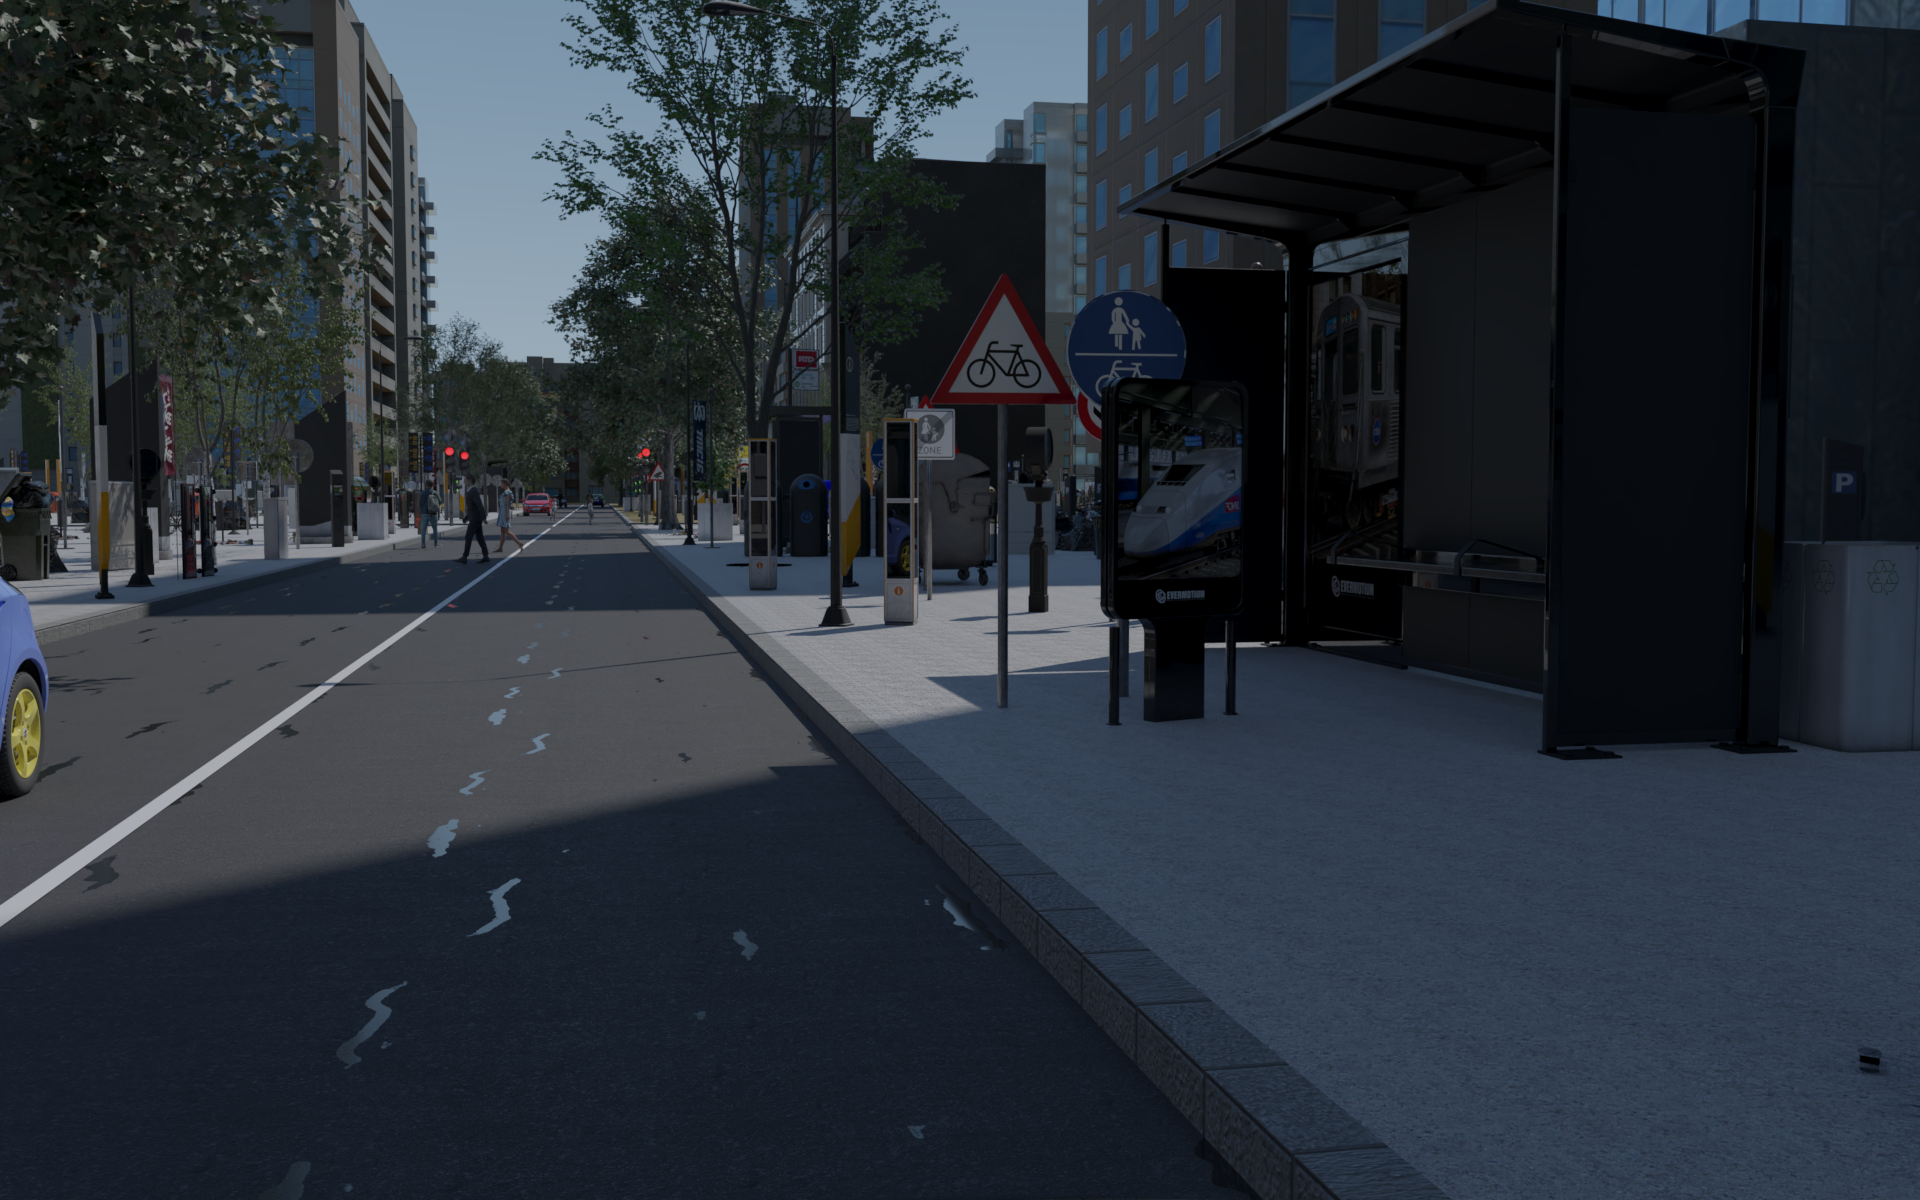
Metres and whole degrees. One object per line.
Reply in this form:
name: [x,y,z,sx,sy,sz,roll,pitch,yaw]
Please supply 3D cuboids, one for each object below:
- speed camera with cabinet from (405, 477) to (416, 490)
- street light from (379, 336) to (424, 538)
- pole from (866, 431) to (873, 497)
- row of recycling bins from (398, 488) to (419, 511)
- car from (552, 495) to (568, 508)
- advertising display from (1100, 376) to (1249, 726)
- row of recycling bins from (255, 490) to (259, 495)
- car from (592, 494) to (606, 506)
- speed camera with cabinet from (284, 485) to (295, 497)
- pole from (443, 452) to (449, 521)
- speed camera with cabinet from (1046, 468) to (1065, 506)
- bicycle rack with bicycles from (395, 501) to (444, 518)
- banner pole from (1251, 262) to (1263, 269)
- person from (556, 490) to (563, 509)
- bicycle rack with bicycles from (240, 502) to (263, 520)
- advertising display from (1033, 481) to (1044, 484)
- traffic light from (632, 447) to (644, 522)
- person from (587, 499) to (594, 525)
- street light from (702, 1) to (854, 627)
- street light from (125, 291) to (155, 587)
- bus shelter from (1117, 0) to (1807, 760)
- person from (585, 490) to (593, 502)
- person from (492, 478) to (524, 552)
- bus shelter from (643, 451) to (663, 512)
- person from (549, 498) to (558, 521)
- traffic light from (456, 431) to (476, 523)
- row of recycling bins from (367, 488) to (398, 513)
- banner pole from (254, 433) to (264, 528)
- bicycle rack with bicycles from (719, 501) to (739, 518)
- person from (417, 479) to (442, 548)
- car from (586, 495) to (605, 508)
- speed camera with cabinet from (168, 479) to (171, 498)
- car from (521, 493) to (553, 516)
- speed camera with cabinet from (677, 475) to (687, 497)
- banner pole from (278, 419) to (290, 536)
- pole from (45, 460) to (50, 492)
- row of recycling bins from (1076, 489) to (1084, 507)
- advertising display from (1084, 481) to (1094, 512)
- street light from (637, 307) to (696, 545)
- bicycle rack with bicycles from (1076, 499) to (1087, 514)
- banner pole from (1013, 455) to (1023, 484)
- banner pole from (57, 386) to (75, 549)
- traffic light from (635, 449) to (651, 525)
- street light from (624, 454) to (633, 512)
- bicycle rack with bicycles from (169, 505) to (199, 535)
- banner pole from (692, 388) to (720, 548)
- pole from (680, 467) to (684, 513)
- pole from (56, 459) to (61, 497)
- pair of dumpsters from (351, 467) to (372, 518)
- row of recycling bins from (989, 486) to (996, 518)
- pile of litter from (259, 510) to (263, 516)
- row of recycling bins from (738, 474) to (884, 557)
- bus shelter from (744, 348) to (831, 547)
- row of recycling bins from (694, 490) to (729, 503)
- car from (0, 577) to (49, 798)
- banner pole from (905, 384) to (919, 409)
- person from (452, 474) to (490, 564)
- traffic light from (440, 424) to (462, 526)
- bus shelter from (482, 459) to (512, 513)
speed camera with cabinet: [-39.934,-8.177,128.022,2.038,3.252,0.660,-2,4,-32]
street light: [-16.448,-4.796,50.961,1.470,5.913,1.316,-1,4,-12]
pole: [-2.958,-3.833,56.515,0.158,3.312,0.155,0,3,0]
row of recycling bins: [-38.850,-6.934,120.481,3.534,1.692,1.069,1,4,14]
car: [-42.038,-10.328,181.438,1.945,1.354,3.894,-1,4,-12]
advertising display: [1.218,-0.281,9.802,0.974,1.923,0.123,-2,4,-32]
row of recycling bins: [-54.312,-7.938,136.894,3.534,1.692,1.069,-3,4,-36]
car: [-44.418,-12.251,212.095,2.131,1.459,4.920,-1,4,-12]
speed camera with cabinet: [-24.904,-4.413,66.493,2.038,3.252,0.660,-2,4,-33]
pole: [-24.766,-5.479,83.424,0.158,3.312,0.155,0,3,0]
speed camera with cabinet: [6.251,-7.264,113.108,2.038,3.252,0.660,-1,4,-18]
bicycle rack with bicycles: [-29.777,-4.984,94.875,2.925,0.926,2.852,3,5,42]
banner pole: [2.985,-1.758,18.768,0.863,3.779,0.401,-1,4,-14]
person: [-38.110,-9.593,164.980,0.705,1.869,1.348,-3,5,-43]
bicycle rack with bicycles: [-34.951,-4.314,83.909,2.852,0.926,2.925,-3,5,-45]
advertising display: [2.582,-3.374,60.380,0.123,1.923,0.974,-2,4,-34]
traffic light: [-14.479,-5.486,78.620,0.839,4.253,0.868,-1,4,-12]
person: [-17.240,-4.100,80.547,0.382,1.210,0.505,-2,4,-35]
street light: [-1.736,-2.694,16.596,1.470,5.913,1.316,-1,4,-12]
street light: [-10.825,-3.142,23.906,1.470,5.913,1.316,-1,4,-12]
bus shelter: [2.751,-1.232,11.434,1.731,3.624,6.357,-1,4,-12]
person: [-37.233,-10.113,173.947,0.705,1.812,1.348,1,4,22]
person: [-11.080,-2.070,42.437,0.778,1.811,0.616,0,4,-2]
bus shelter: [-21.199,-8.760,120.853,2.179,5.291,8.768,-1,4,-12]
person: [-21.808,-4.860,92.975,0.382,1.210,0.505,1,4,17]
traffic light: [-21.976,-5.390,77.046,0.839,4.253,0.868,-1,4,-12]
row of recycling bins: [-37.783,-6.293,109.996,3.534,1.692,1.069,0,4,3]
banner pole: [-26.090,-4.554,64.467,0.863,3.779,0.401,3,5,42]
bicycle rack with bicycles: [-12.313,-4.936,94.090,2.925,0.926,2.852,-2,4,-34]
person: [-14.006,-2.269,45.577,0.794,1.824,0.713,1,4,12]
car: [-38.397,-10.388,182.424,1.945,1.354,3.894,-1,4,-11]
speed camera with cabinet: [-48.909,-6.773,105.079,2.038,3.252,0.660,1,4,19]
car: [-27.626,-6.383,113.408,2.155,1.783,4.494,-1,4,-10]
speed camera with cabinet: [-19.155,-7.912,123.691,2.038,3.252,0.660,-2,4,-33]
banner pole: [-20.650,-3.824,52.534,0.401,3.779,0.863,-3,5,-39]
pole: [-54.141,-6.665,102.819,0.158,3.312,0.155,0,3,0]
row of recycling bins: [9.854,-8.221,141.520,1.069,1.692,3.534,3,4,37]
advertising display: [6.388,-4.834,84.241,0.123,1.923,0.974,-2,4,-34]
street light: [-7.345,-4.330,43.345,1.470,5.913,1.316,-1,4,-12]
bicycle rack with bicycles: [9.407,-6.675,122.524,2.925,0.926,2.852,2,4,33]
banner pole: [3.786,-7.418,111.298,0.863,3.779,0.401,1,4,11]
banner pole: [-20.942,-3.081,40.392,0.401,3.779,0.863,-2,4,-32]
traffic light: [-12.849,-5.008,70.803,0.839,4.253,0.868,-1,4,-12]
street light: [-12.938,-6.008,70.772,1.470,5.913,1.316,-1,4,-12]
bicycle rack with bicycles: [-25.187,-2.531,54.762,2.925,0.926,2.852,1,4,23]
banner pole: [-6.011,-3.104,40.771,0.401,3.779,0.863,2,4,34]
pole: [-19.137,-7.674,119.312,0.158,3.312,0.155,0,3,0]
pole: [-53.100,-6.619,102.070,0.158,3.312,0.155,0,3,0]
pair of dumpsters: [-21.626,-3.550,60.533,1.574,2.255,4.437,-1,4,-12]
row of recycling bins: [2.775,-5.004,88.928,3.534,1.692,1.069,0,4,3]
pile of litter: [-40.172,-5.338,101.240,1.719,0.858,1.176,-1,4,-12]
row of recycling bins: [-2.702,-1.740,35.564,3.534,1.692,1.069,0,4,3]
bus shelter: [-4.444,-4.144,45.391,2.179,5.291,8.768,-1,4,-12]
row of recycling bins: [-16.692,-6.750,117.477,3.534,1.692,1.069,-1,4,-14]
car: [-4.986,0.171,6.799,1.945,1.707,3.694,-1,4,-12]
banner pole: [-1.091,-3.018,39.365,0.401,3.779,0.863,-2,4,-23]
person: [-10.074,-1.675,35.671,0.755,1.850,0.659,-1,4,-12]
traffic light: [-20.346,-4.912,69.229,0.839,4.253,0.868,-1,4,-12]
bus shelter: [-31.786,-7.817,119.091,1.731,3.624,6.357,-1,4,-12]
